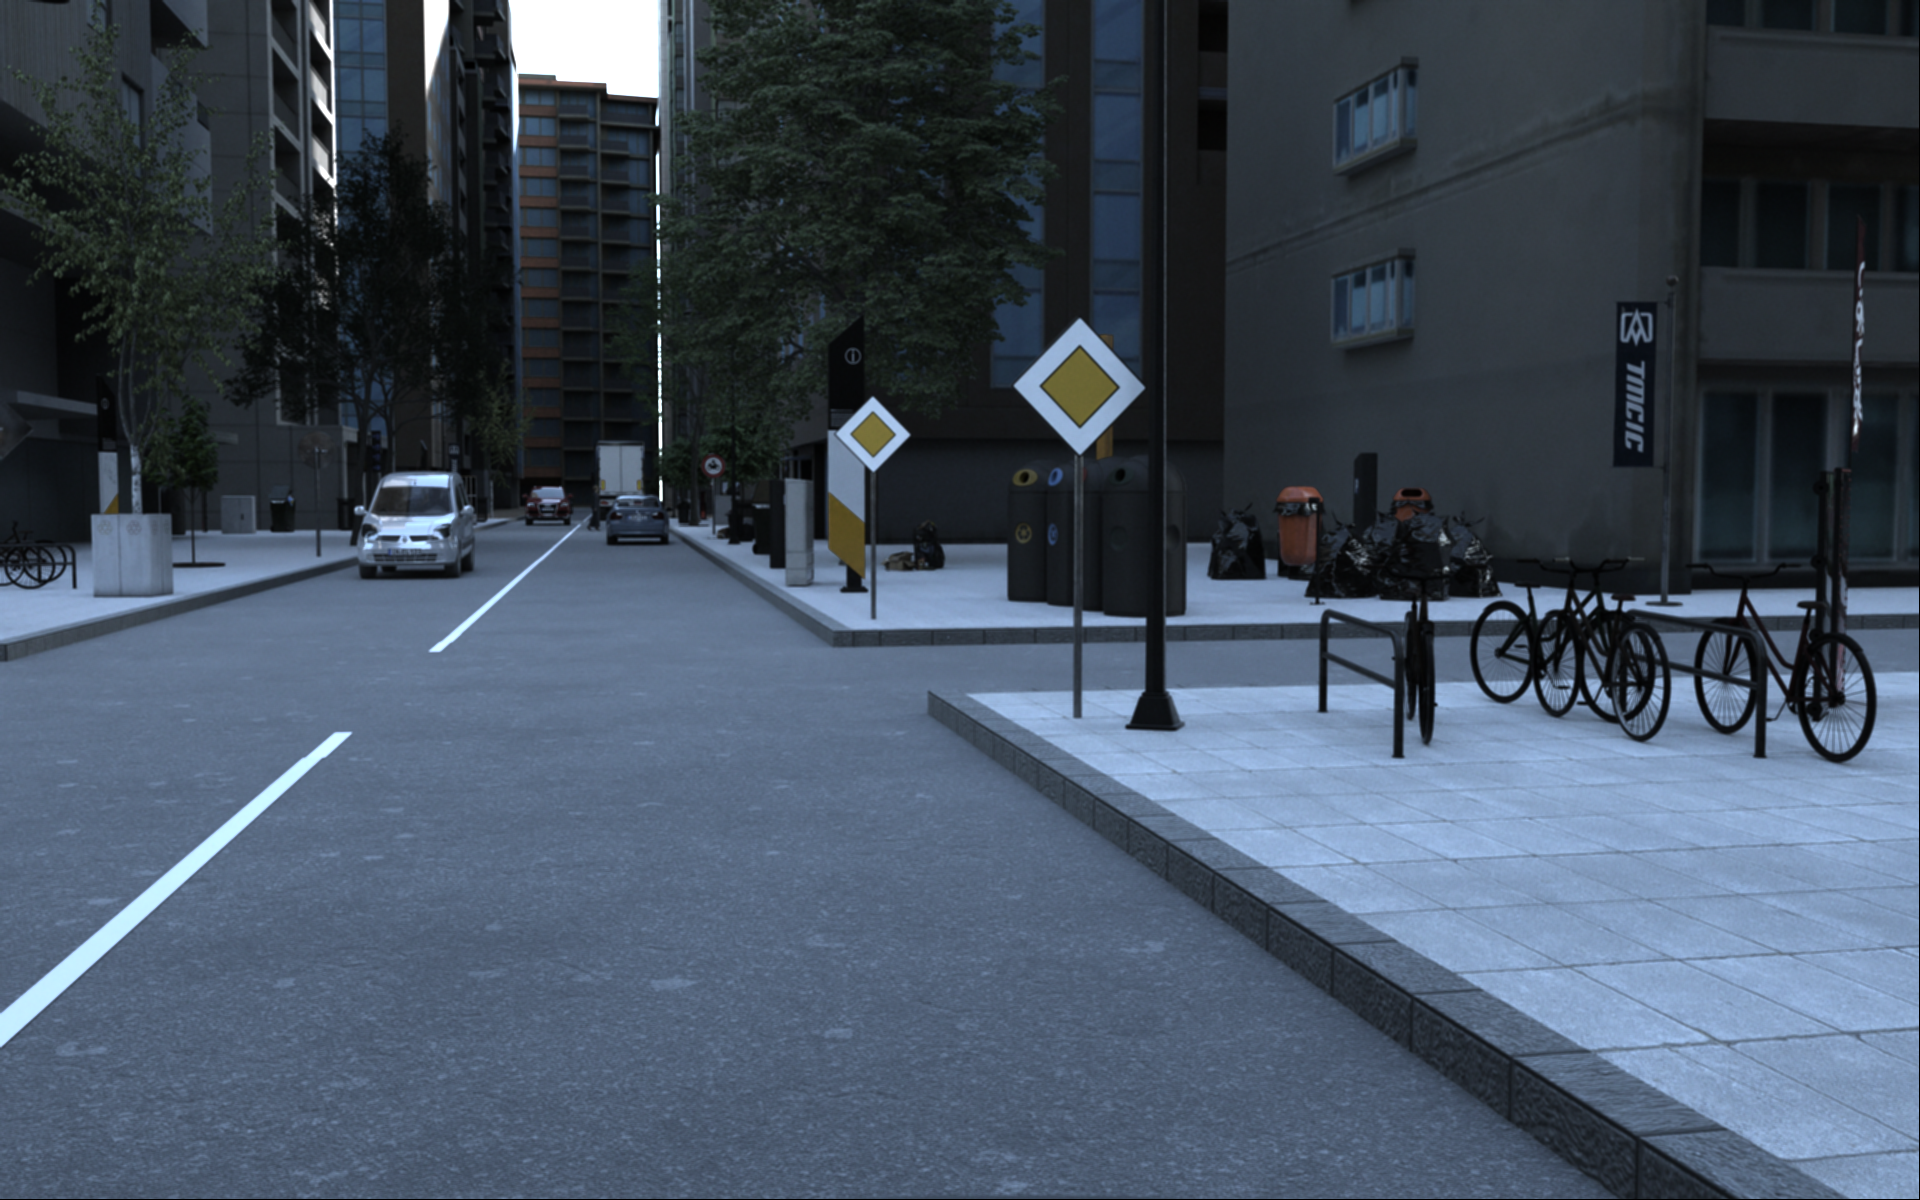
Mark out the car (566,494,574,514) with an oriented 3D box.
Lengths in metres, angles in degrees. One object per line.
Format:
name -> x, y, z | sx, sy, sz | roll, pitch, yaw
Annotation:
car -> -28.463, -6.930, 123.085 | 2.009, 1.686, 4.222 | -1, 4, -9

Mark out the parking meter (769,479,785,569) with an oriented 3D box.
parking meter -> -3.103, -1.317, 29.939 | 0.372, 1.533, 0.369 | 0, 3, 0

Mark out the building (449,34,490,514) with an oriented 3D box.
building -> -37.452, -20.603, 108.560 | 14.160, 30.474, 14.107 | -1, 4, -11

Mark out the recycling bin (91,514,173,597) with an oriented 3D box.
recycling bin -> -10.442, -0.570, 21.866 | 0.722, 1.027, 0.722 | 0, 4, -2

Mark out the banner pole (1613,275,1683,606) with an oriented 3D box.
banner pole -> 7.895, -1.826, 19.875 | 0.863, 3.779, 0.401 | 0, 4, 0

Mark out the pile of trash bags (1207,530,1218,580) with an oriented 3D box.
pile of trash bags -> 5.406, -1.011, 26.279 | 3.447, 1.369, 1.912 | 1, 4, 18

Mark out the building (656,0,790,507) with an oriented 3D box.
building -> -21.976, -45.788, 186.878 | 20.611, 71.187, 20.563 | -1, 4, -11

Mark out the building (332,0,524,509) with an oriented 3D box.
building -> -46.333, -30.719, 152.361 | 14.200, 45.320, 14.600 | -1, 4, -11

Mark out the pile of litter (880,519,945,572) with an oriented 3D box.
pile of litter -> -0.842, -0.952, 29.531 | 1.176, 0.858, 1.719 | 2, 4, 28

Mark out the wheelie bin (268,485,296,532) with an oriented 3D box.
wheelie bin -> -22.804, -3.081, 58.279 | 0.980, 1.594, 0.693 | 1, 4, 8

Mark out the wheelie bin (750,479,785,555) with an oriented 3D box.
wheelie bin -> -4.028, -1.772, 36.886 | 0.980, 1.594, 0.693 | 2, 4, 25

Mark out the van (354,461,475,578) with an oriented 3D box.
van -> -9.635, -1.456, 30.818 | 2.013, 2.044, 4.112 | -1, 4, -11

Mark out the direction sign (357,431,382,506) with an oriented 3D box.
direction sign -> -21.160, -4.288, 62.109 | 0.876, 3.537, 0.379 | 0, 4, 7

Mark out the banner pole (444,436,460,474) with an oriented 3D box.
banner pole -> -21.834, -5.153, 74.270 | 0.863, 3.779, 0.401 | -1, 4, -17

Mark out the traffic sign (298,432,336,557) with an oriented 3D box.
traffic sign -> -13.131, -2.158, 35.389 | 0.768, 2.556, 0.104 | 0, 4, -4

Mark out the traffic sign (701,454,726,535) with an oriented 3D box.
traffic sign -> -7.800, -3.348, 54.846 | 0.768, 2.556, 0.104 | 0, 4, -5

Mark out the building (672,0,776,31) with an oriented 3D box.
building -> -16.554, -28.111, 143.217 | 14.154, 41.232, 14.086 | -1, 4, -11

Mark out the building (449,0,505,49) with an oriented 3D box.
building -> -45.563, -29.026, 129.205 | 22.147, 44.769, 28.867 | -1, 4, -11

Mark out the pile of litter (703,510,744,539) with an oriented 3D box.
pile of litter -> -6.502, -2.196, 49.871 | 1.719, 0.858, 1.176 | 1, 4, 9

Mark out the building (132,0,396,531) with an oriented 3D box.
building -> -33.962, -38.499, 67.714 | 20.563, 71.187, 20.611 | -1, 4, -11

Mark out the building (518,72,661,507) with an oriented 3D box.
building -> -46.243, -32.310, 182.884 | 28.867, 44.769, 22.147 | -1, 4, -11

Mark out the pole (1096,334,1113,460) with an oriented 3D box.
pole -> 1.858, -1.739, 22.274 | 0.158, 3.312, 0.155 | 0, 3, 0

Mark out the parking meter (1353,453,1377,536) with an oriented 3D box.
parking meter -> 5.800, -1.168, 24.814 | 0.255, 1.863, 0.399 | 0, 4, -1

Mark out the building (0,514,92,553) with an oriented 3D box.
building -> -32.401, -27.283, 35.315 | 28.713, 52.752, 27.495 | -1, 4, -11

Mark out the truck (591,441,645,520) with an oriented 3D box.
truck -> -19.224, -6.632, 97.342 | 2.839, 4.237, 11.283 | -1, 4, -13

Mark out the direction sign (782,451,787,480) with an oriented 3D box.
direction sign -> -6.436, -4.375, 63.521 | 0.379, 3.537, 0.876 | 0, 4, 3

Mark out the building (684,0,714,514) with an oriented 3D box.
building -> -8.899, -35.516, 122.686 | 21.231, 58.520, 28.212 | -1, 4, -11

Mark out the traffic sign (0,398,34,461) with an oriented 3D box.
traffic sign -> -9.028, -0.762, 16.104 | 0.795, 2.450, 0.064 | -1, 4, -11

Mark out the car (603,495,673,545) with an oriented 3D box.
car -> -9.352, -2.344, 50.333 | 2.014, 1.417, 4.499 | -1, 4, -10

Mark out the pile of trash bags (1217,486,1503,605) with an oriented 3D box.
pile of trash bags -> 5.049, -0.702, 21.228 | 3.447, 1.369, 1.912 | -3, 5, -42

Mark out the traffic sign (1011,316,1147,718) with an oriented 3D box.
traffic sign -> 0.671, -0.381, 9.867 | 0.795, 2.450, 0.064 | -1, 4, -11

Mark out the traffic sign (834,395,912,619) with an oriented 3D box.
traffic sign -> -0.890, -0.860, 17.698 | 0.795, 2.450, 0.064 | -1, 4, -11

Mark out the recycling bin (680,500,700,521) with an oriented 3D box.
recycling bin -> -12.364, -4.084, 79.329 | 0.722, 1.027, 0.722 | 1, 4, 9

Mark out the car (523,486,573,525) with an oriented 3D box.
car -> -19.286, -4.429, 81.079 | 2.281, 1.827, 5.304 | -1, 4, -13

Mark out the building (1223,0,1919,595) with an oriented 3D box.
building -> 16.707, -25.028, 32.916 | 21.600, 48.544, 21.300 | -1, 4, -11

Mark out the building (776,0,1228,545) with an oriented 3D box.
building -> 2.171, -24.473, 50.237 | 14.600, 45.320, 14.200 | -1, 4, -11
